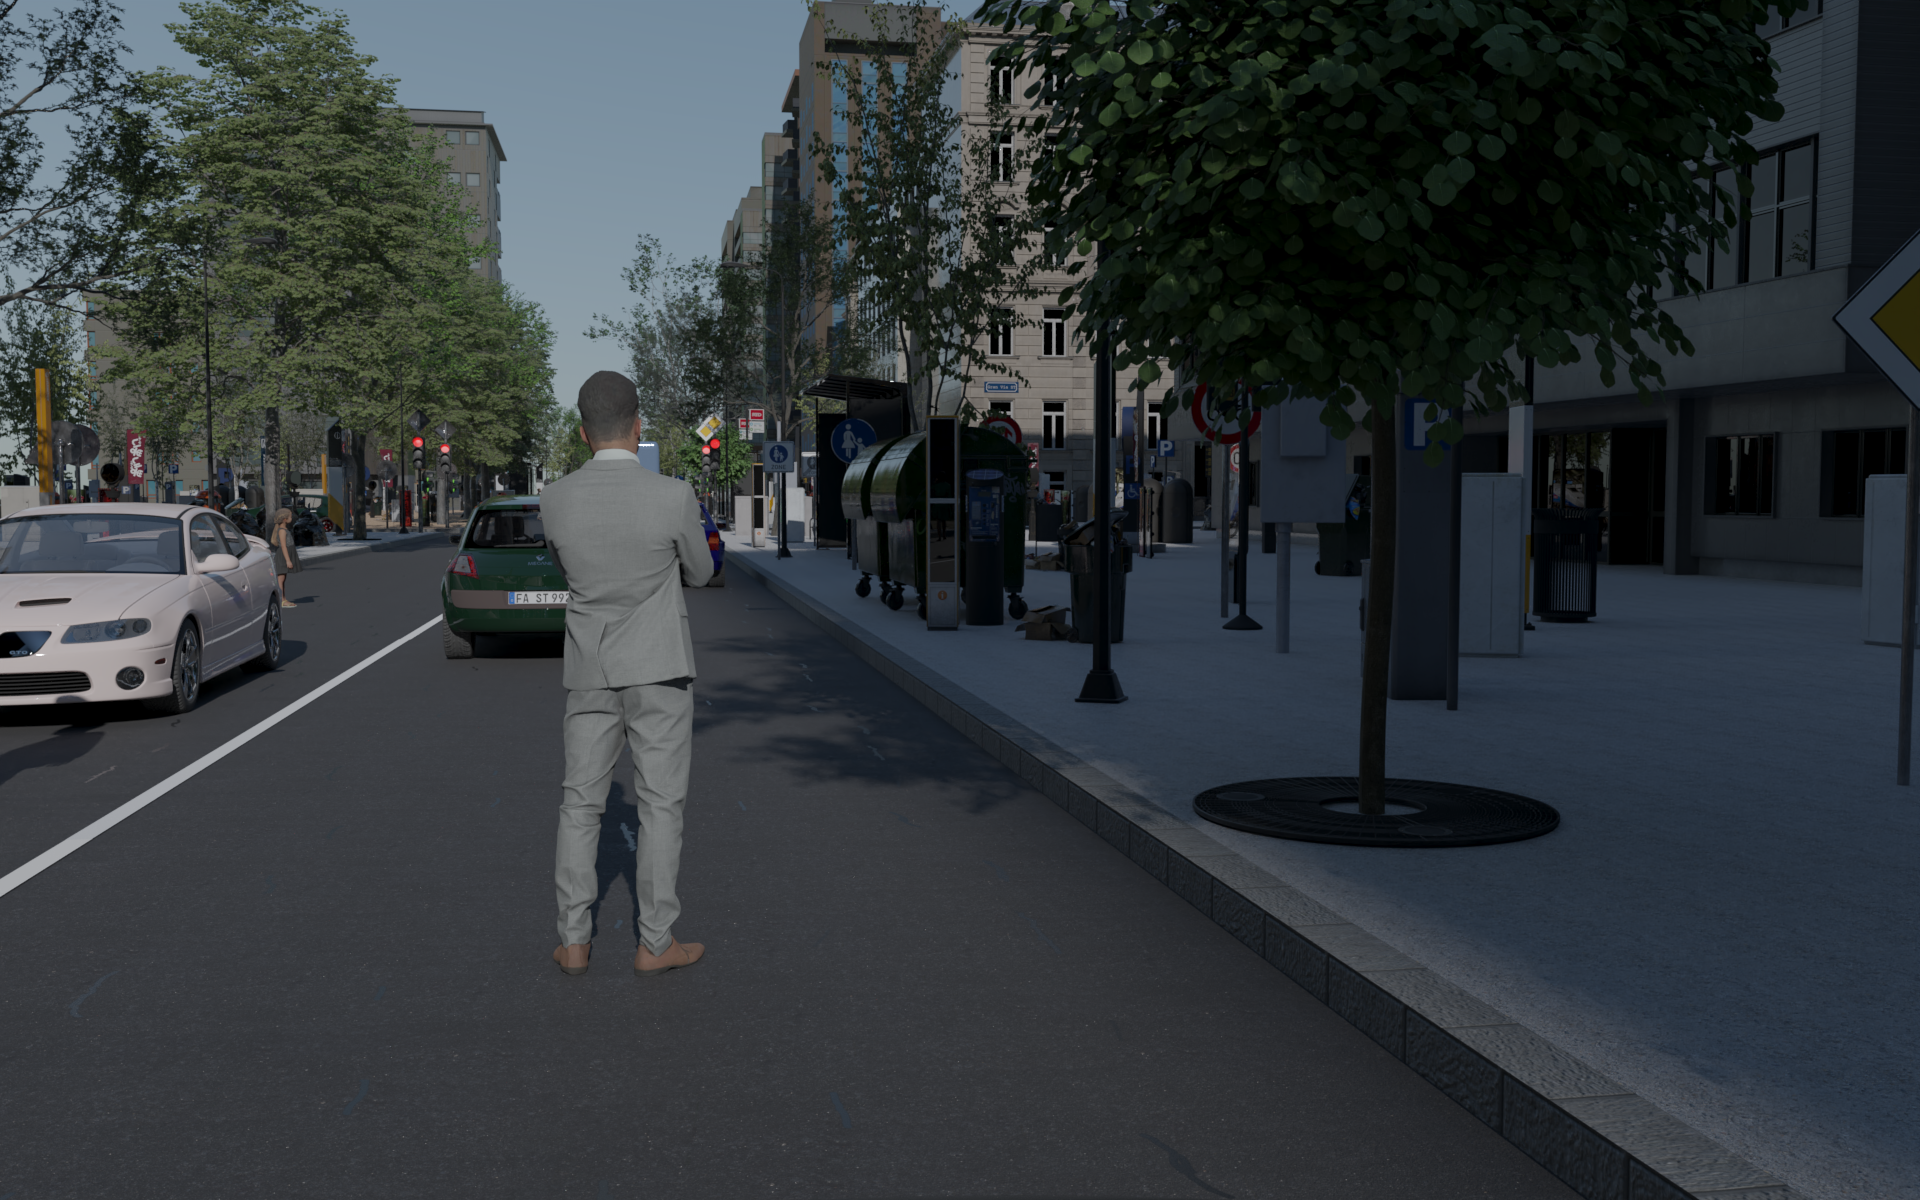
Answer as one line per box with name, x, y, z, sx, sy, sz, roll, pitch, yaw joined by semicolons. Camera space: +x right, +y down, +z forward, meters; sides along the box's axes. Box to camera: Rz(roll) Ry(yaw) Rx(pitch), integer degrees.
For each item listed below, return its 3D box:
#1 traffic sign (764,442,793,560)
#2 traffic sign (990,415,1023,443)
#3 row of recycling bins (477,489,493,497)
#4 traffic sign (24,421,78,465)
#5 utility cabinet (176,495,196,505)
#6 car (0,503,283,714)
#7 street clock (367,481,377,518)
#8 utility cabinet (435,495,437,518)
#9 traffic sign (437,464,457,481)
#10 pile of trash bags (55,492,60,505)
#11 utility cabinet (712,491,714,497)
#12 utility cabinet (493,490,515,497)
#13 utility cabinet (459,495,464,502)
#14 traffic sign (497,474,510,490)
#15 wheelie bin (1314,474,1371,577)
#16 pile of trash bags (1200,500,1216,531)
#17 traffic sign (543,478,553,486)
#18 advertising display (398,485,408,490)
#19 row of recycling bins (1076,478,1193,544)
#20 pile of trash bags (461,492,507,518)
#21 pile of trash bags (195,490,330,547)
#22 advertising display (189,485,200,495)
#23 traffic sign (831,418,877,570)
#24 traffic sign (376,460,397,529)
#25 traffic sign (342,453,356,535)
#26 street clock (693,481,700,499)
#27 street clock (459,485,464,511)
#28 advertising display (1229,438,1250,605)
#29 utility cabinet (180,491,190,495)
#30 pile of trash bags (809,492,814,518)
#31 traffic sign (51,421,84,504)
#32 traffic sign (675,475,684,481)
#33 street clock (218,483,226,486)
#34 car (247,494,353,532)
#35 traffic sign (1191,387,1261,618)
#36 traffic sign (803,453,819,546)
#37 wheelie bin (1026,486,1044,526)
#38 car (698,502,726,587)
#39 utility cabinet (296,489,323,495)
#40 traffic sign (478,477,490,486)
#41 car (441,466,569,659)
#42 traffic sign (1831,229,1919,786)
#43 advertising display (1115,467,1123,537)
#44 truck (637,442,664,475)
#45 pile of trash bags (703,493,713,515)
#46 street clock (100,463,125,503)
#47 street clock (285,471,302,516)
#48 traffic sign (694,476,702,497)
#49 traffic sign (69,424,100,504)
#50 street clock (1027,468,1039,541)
traffic sign;-3.524;-1.929;33.674;0.606;2.300;0.079;-1;4;-10
traffic sign;0.615;-1.687;27.681;0.768;2.556;0.104;0;4;-7
row of recycling bins;-35.963;-7.753;133.867;3.534;1.692;1.069;-1;4;-9
traffic sign;-15.994;-1.865;30.490;0.884;2.594;0.081;0;4;-6
utility cabinet;-36.344;-4.304;81.539;0.306;1.237;1.020;2;4;34
car;-6.231;-0.016;12.619;2.083;1.381;4.827;-1;4;-11
street clock;-31.512;-5.398;92.832;0.471;2.002;0.358;-3;5;-44
utility cabinet;-28.161;-5.044;93.628;0.306;1.237;1.020;-1;4;-20
traffic sign;-20.280;-4.183;68.496;0.768;2.556;0.104;-1;4;-9
pile of trash bags;-39.976;-4.051;75.994;1.912;1.369;3.447;-3;4;-38
utility cabinet;-17.460;-7.186;126.176;1.173;1.500;0.318;0;4;7
utility cabinet;-25.711;-5.442;97.662;1.173;1.500;0.318;0;4;-1
utility cabinet;-38.545;-7.519;134.091;0.306;1.237;1.020;-1;4;-21
traffic sign;-28.254;-6.555;107.285;0.768;2.556;0.104;0;4;-6
wheelie bin;6.000;-1.183;27.246;0.693;1.594;0.980;-3;4;-36
pile of trash bags;9.314;-3.113;60.654;1.912;1.369;3.447;1;4;16
traffic sign;-33.046;-8.495;139.002;0.768;2.556;0.104;0;4;-2
advertising display;-40.759;-7.436;126.789;0.974;1.923;0.123;2;4;31
row of recycling bins;4.761;-2.386;46.121;1.069;1.692;3.534;-3;5;-41
pile of trash bags;-25.668;-5.171;94.299;3.447;1.369;1.912;3;5;43
pile of trash bags;-17.018;-1.959;41.784;1.912;1.369;3.447;1;4;22
advertising display;-53.778;-7.126;121.722;0.974;1.923;0.123;2;4;29
traffic sign;-1.788;-1.782;29.243;0.768;2.556;0.104;0;4;-4
traffic sign;-21.280;-3.925;64.283;0.768;2.556;0.104;0;4;-2
traffic sign;-19.047;-3.273;53.618;0.768;2.556;0.104;0;4;-3
street clock;-12.409;-4.707;81.522;0.358;2.002;0.471;1;4;8
street clock;-38.180;-7.840;132.754;0.358;2.002;0.471;2;4;28
advertising display;3.245;-0.927;20.374;0.123;1.923;0.974;0;4;-2
utility cabinet;-57.774;-7.402;129.701;1.173;1.500;0.318;1;4;10
pile of trash bags;-8.388;-5.237;95.384;1.912;1.369;3.447;0;4;7
traffic sign;-15.574;-1.831;30.037;0.768;2.556;0.104;0;4;-3
traffic sign;-19.122;-7.214;118.052;0.768;2.556;0.104;-1;4;-9
street clock;-47.979;-6.612;112.672;0.471;2.002;0.358;1;4;8
car;-23.616;-3.132;60.997;4.222;1.686;2.009;-1;4;-10
traffic sign;2.750;-1.090;17.922;0.768;2.556;0.104;0;4;-2
traffic sign;-3.570;-2.469;42.498;0.606;2.300;0.079;0;4;-3
wheelie bin;2.882;-3.777;69.659;0.980;1.594;0.693;1;4;9
car;-4.701;-0.929;27.768;1.945;1.354;3.894;-1;4;-11
utility cabinet;-28.842;-4.160;76.700;1.173;1.500;0.318;-2;4;-33
traffic sign;-34.110;-7.587;124.149;0.768;2.556;0.104;-1;4;-10
car;-3.894;-0.413;16.532;2.009;1.686;4.222;-1;4;-10
traffic sign;4.158;-0.390;7.566;0.795;2.450;0.064;0;4;-2
advertising display;3.935;-2.214;41.410;0.974;1.923;0.123;-2;4;-35
truck;-15.444;-5.696;82.886;2.967;4.110;18.799;-1;4;-11
pile of trash bags;-16.374;-6.755;120.197;1.912;1.369;3.447;1;4;20
street clock;-19.674;-2.183;40.255;0.471;2.002;0.358;0;4;2
street clock;-20.733;-3.021;53.958;0.358;2.002;0.471;2;4;28
traffic sign;-12.949;-5.299;86.748;0.768;2.556;0.104;0;4;-8
traffic sign;-16.034;-1.920;31.502;0.768;2.556;0.104;-1;4;-9
street clock;1.983;-2.618;47.372;0.358;2.002;0.471;-1;4;-12
